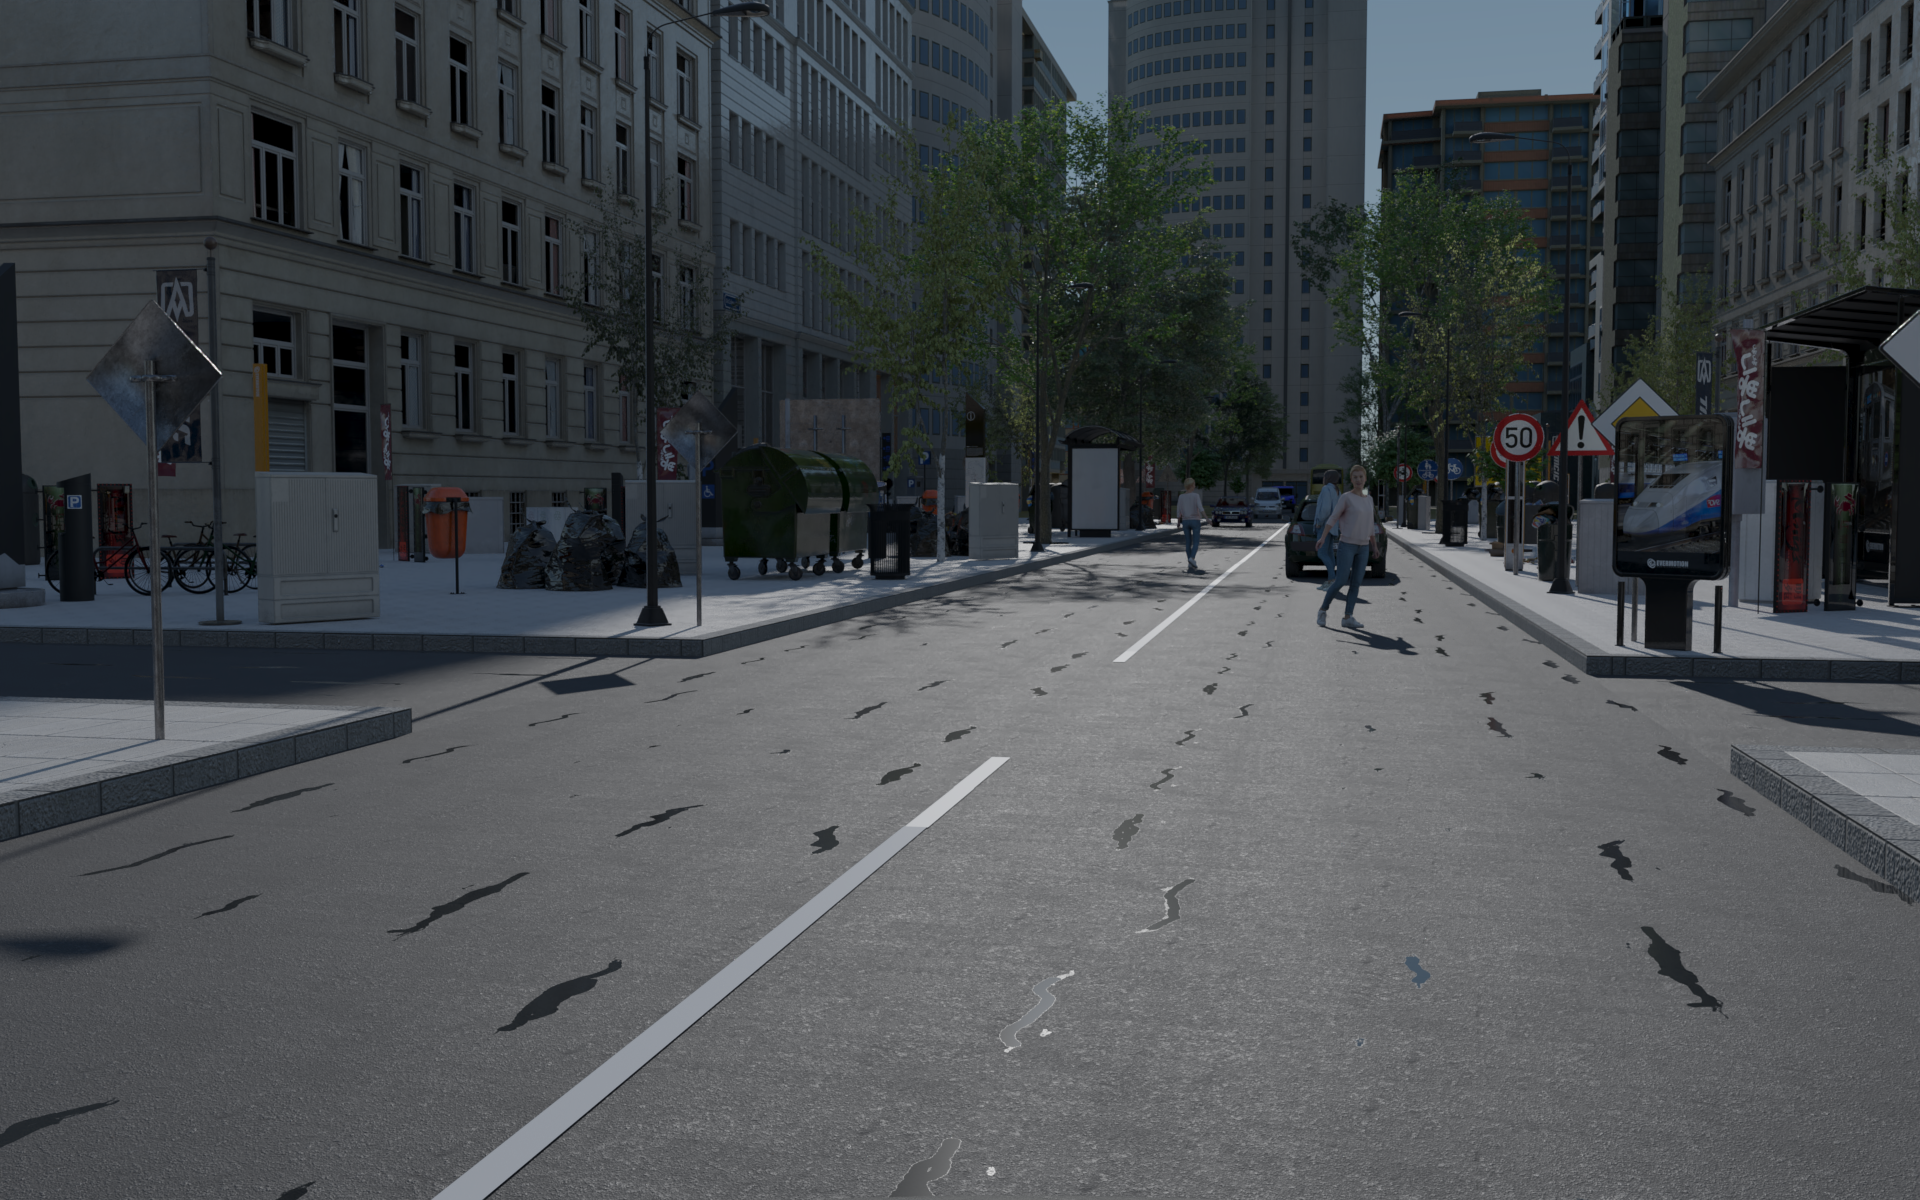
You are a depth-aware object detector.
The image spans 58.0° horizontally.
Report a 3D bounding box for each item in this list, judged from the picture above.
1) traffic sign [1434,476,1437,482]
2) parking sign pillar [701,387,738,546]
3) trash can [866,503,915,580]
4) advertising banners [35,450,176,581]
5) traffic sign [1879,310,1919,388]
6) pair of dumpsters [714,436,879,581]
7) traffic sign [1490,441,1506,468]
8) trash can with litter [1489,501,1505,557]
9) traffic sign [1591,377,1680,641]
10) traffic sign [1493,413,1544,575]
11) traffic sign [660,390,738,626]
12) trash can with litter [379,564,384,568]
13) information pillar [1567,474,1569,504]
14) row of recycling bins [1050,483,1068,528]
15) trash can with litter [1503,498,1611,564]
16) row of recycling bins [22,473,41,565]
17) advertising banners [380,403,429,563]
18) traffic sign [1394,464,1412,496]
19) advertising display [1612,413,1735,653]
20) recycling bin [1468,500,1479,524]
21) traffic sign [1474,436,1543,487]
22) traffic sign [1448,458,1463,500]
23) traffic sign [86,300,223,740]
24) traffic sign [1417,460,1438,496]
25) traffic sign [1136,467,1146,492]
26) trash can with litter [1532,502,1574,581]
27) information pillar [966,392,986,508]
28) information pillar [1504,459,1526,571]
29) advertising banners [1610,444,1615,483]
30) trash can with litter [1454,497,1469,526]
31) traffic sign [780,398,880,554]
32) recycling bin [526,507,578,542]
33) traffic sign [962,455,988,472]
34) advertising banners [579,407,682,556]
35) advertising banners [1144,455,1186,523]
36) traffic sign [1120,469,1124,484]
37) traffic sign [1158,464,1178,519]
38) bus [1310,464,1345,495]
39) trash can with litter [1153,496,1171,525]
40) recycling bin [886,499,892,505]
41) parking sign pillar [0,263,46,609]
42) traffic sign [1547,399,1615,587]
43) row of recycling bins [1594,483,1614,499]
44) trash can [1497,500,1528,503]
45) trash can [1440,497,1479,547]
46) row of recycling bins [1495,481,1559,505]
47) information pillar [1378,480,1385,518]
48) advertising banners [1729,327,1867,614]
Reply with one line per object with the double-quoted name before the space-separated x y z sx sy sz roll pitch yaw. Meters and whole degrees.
"traffic sign" 23.766 -5.227 85.563 0.768 2.556 0.104 1 4 16
"parking sign pillar" -6.007 -3.350 43.250 1.447 3.967 1.447 1 4 18
"trash can" -1.051 -0.881 26.058 0.748 1.137 0.748 0 3 0
"advertising banners" -12.788 -1.831 26.121 2.074 3.025 0.090 -3 4 -38
"traffic sign" 4.225 -0.218 7.213 0.795 2.450 0.064 1 4 12
"pair of dumpsters" -2.556 -1.536 27.603 1.574 2.255 4.437 1 4 12
"traffic sign" 11.003 -2.115 34.684 0.768 2.556 0.104 1 4 17
"trash can with litter" 11.317 -1.489 35.736 0.624 1.170 1.055 2 4 33
"traffic sign" 5.870 -0.696 15.028 0.795 2.450 0.064 1 4 12
"traffic sign" 8.803 -1.666 27.353 0.768 2.556 0.104 1 4 13
"traffic sign" -2.537 -0.805 16.811 0.795 2.450 0.064 1 4 12
"trash can with litter" -10.807 -1.146 29.790 1.678 1.210 2.233 -1 4 -15
"information pillar" 21.983 -3.581 63.036 0.304 2.012 0.304 1 4 11
"row of recycling bins" 3.933 -3.914 71.110 1.069 1.692 3.534 0 4 7
"trash can with litter" 11.108 -1.301 32.330 2.233 1.210 1.678 0 4 1
"row of recycling bins" -17.553 -1.400 30.002 1.069 1.692 3.534 1 4 16
"advertising banners" -10.613 -2.252 33.005 0.090 3.025 2.074 -3 5 -40
"traffic sign" 18.557 -4.433 72.591 0.768 2.556 0.104 1 4 16
"advertising display" 5.846 -0.552 14.245 0.123 1.923 0.974 -3 4 -39
"recycling bin" 22.027 -3.802 74.714 0.722 1.027 0.722 1 4 18
"traffic sign" 19.011 -4.049 60.071 2.265 3.308 0.079 1 4 18
"traffic sign" 17.392 -3.744 61.312 0.768 2.556 0.104 1 4 13
"traffic sign" -4.181 -0.327 8.996 0.795 2.450 0.064 1 4 12
"traffic sign" 17.270 -3.905 63.953 0.768 2.556 0.104 1 4 17
"traffic sign" 8.721 -5.012 81.949 0.884 2.594 0.081 1 4 21
"trash can with litter" 8.766 -0.880 25.781 0.624 1.170 1.055 1 4 10
"information pillar" 0.341 -2.947 39.544 0.504 3.616 0.183 2 4 27
"information pillar" 9.257 -1.493 28.904 0.304 2.012 0.304 1 4 15
"advertising banners" 17.032 -2.857 42.896 2.074 3.025 0.090 0 4 5
"trash can with litter" 19.920 -3.541 69.289 0.624 1.170 1.055 0 4 -8
"traffic sign" -2.802 -2.642 37.069 2.265 3.308 0.079 1 4 16
"recycling bin" -7.807 -1.263 33.197 0.722 1.027 0.722 3 4 36
"traffic sign" 0.421 -3.070 50.296 0.768 2.556 0.104 1 4 18
"advertising banners" -6.610 -2.365 34.848 2.074 3.025 0.090 0 4 -1
"advertising banners" 9.127 -4.913 76.511 2.074 3.025 0.090 0 4 3
"traffic sign" 7.985 -5.304 86.833 0.768 2.556 0.104 1 4 16
"traffic sign" 8.965 -4.573 74.774 0.884 2.594 0.081 1 4 17
"bus" 29.710 -9.093 140.219 2.896 3.916 12.252 1 4 12
"trash can with litter" 8.061 -3.812 73.387 1.678 1.210 2.233 -3 4 -38
"recycling bin" -3.644 -4.213 81.444 0.722 1.027 0.722 2 4 25
"parking sign pillar" -11.256 -1.907 19.654 1.447 3.967 1.447 0 4 5
"traffic sign" 8.550 -1.462 23.900 0.884 2.594 0.081 1 4 15
"row of recycling bins" 24.367 -3.467 63.794 3.534 1.692 1.069 -3 5 -44
"trash can" 13.858 -1.947 43.481 0.748 1.137 0.748 0 3 0
"trash can" 12.101 -1.876 42.326 0.748 1.137 0.748 0 3 0
"row of recycling bins" 18.066 -2.953 55.399 1.069 1.692 3.534 -1 4 -13
"information pillar" 20.882 -4.972 85.782 0.304 2.012 0.304 2 4 25
"advertising banners" 9.007 -1.374 18.649 2.074 3.025 0.090 -2 4 -24
